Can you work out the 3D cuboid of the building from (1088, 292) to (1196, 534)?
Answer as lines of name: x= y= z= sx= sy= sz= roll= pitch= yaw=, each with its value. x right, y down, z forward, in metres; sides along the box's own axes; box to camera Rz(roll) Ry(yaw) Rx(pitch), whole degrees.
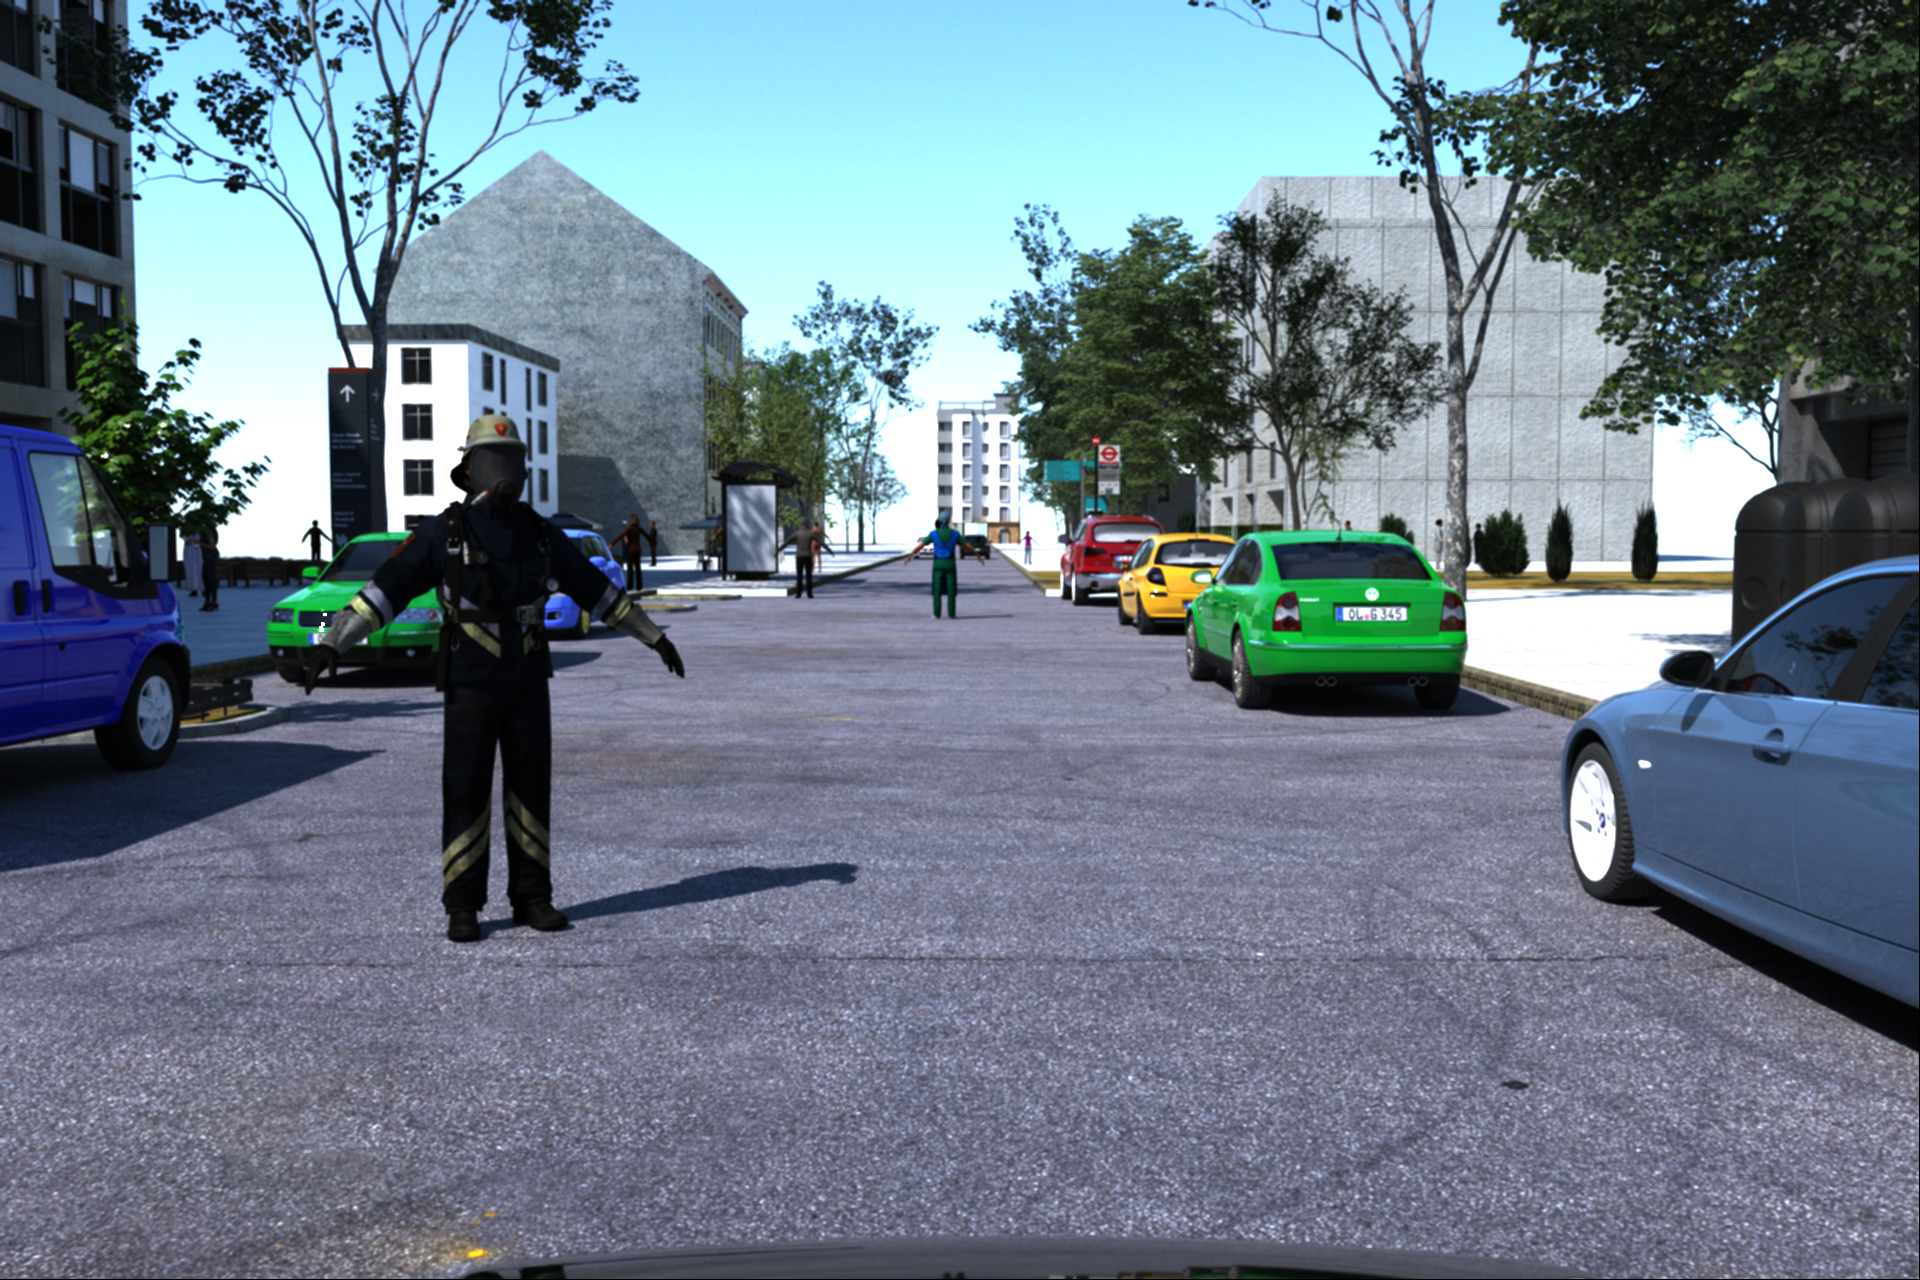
building: x=25.613 y=-19.486 z=162.569 sx=27.936 sy=21.610 sz=32.646 roll=0 pitch=4 yaw=1

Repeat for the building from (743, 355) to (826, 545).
building: x=-26.619 y=-23.294 z=211.781 sx=19.493 sy=23.208 sz=18.063 roll=0 pitch=4 yaw=1

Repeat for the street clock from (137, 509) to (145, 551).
street clock: x=-9.558 y=-0.958 z=20.241 sx=0.358 sy=2.002 sz=0.471 roll=0 pitch=4 yaw=0

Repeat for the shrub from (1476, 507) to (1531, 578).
shrub: x=15.977 y=-2.867 z=50.917 sx=1.661 sy=2.075 sz=1.752 roll=0 pitch=3 yaw=0

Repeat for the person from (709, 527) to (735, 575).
person: x=-7.323 y=-2.988 z=54.620 sx=1.354 sy=1.858 sz=0.705 roll=-2 pitch=4 yaw=-30

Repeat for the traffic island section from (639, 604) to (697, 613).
traffic island section: x=-5.984 y=-0.580 z=32.346 sx=1.991 sy=0.108 sz=1.994 roll=0 pitch=4 yaw=1

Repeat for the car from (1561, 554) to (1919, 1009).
car: x=3.349 y=0.410 z=5.302 sx=2.014 sy=1.417 sz=4.499 roll=0 pitch=4 yaw=0

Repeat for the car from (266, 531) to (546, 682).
car: x=-5.670 y=-0.573 z=18.164 sx=1.959 sy=1.807 sz=4.718 roll=0 pitch=4 yaw=1

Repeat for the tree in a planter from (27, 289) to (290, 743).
tree in a planter: x=-6.159 y=-0.951 z=12.770 sx=1.991 sy=3.239 sz=1.994 roll=0 pitch=4 yaw=1

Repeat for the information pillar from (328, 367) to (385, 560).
information pillar: x=-9.474 y=-2.316 z=27.238 sx=0.750 sy=3.857 sz=0.750 roll=0 pitch=4 yaw=1

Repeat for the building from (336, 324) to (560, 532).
building: x=-23.773 y=-8.642 z=83.439 sx=9.099 sy=9.664 sz=28.070 roll=0 pitch=4 yaw=1

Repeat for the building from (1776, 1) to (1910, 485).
building: x=25.965 y=-13.140 z=32.100 sx=12.078 sy=24.872 sz=19.932 roll=0 pitch=4 yaw=1

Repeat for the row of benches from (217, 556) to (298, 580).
row of benches: x=-20.474 y=-2.068 z=49.269 sx=4.104 sy=0.672 sz=1.422 roll=2 pitch=4 yaw=30

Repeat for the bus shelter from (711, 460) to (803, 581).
bus shelter: x=-5.781 y=-3.433 z=50.058 sx=2.014 sy=3.302 sz=5.546 roll=0 pitch=3 yaw=0

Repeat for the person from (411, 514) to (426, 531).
person: x=-15.236 y=-2.636 z=49.027 sx=1.347 sy=1.837 sz=0.705 roll=0 pitch=4 yaw=-2

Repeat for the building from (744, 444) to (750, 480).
building: x=-24.078 y=-13.619 z=164.820 sx=9.099 sy=9.664 sz=28.070 roll=0 pitch=3 yaw=0

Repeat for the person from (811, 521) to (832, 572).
person: x=-4.914 y=-3.187 z=58.909 sx=1.217 sy=1.733 sz=0.721 roll=-2 pitch=4 yaw=-23

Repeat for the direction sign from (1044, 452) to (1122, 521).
direction sign: x=3.979 y=-4.089 z=55.622 sx=2.525 sy=3.948 sz=1.411 roll=0 pitch=3 yaw=0

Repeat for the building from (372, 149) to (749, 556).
building: x=-23.959 y=-16.977 z=108.499 sx=19.493 sy=23.208 sz=18.063 roll=0 pitch=4 yaw=0

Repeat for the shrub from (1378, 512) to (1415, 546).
shrub: x=14.404 y=-3.266 z=57.826 sx=1.690 sy=2.028 sz=1.600 roll=0 pitch=3 yaw=0

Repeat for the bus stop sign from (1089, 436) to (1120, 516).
bus stop sign: x=3.942 y=-3.591 z=47.411 sx=0.855 sy=3.939 sz=0.416 roll=0 pitch=4 yaw=-1

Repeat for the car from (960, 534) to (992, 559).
car: x=0.856 y=-5.488 z=99.511 sx=2.009 sy=1.686 sz=4.222 roll=0 pitch=3 yaw=0

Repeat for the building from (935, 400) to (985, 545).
building: x=-3.006 y=-23.028 z=235.382 sx=11.380 sy=20.090 sz=16.016 roll=0 pitch=4 yaw=-2

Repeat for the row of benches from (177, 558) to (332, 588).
row of benches: x=-17.266 y=-1.676 z=42.867 sx=1.422 sy=0.672 sz=4.104 roll=3 pitch=4 yaw=37

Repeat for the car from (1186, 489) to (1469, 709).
car: x=3.146 y=-0.415 z=15.580 sx=1.959 sy=1.807 sz=4.718 roll=0 pitch=4 yaw=-1

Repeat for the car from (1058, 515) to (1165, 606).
car: x=3.243 y=-1.683 z=36.183 sx=2.281 sy=1.827 sz=5.304 roll=0 pitch=4 yaw=-1

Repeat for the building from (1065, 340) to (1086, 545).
building: x=25.926 y=-21.707 z=198.890 sx=27.936 sy=21.610 sz=32.646 roll=0 pitch=4 yaw=1

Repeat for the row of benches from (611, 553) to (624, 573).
row of benches: x=-12.860 y=-2.506 z=56.430 sx=4.104 sy=0.672 sz=1.422 roll=-2 pitch=4 yaw=-31

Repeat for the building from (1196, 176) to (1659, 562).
building: x=23.315 y=-13.933 z=94.258 sx=16.747 sy=18.905 sz=31.486 roll=0 pitch=4 yaw=0

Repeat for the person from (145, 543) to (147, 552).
person: x=-20.730 y=-2.329 z=44.213 sx=1.346 sy=1.812 sz=0.704 roll=1 pitch=4 yaw=21

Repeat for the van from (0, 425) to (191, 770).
van: x=-5.841 y=-0.271 z=8.809 sx=2.240 sy=2.365 sz=5.245 roll=0 pitch=4 yaw=1

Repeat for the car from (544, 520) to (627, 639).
car: x=-5.912 y=-0.926 z=24.724 sx=1.945 sy=1.707 sz=3.694 roll=0 pitch=4 yaw=1

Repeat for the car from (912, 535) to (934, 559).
car: x=-1.805 y=-5.538 z=102.910 sx=2.083 sy=1.381 sz=4.827 roll=0 pitch=4 yaw=1

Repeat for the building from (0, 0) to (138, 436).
building: x=-31.884 y=-13.823 z=29.202 sx=19.351 sy=26.588 sz=34.151 roll=0 pitch=4 yaw=1

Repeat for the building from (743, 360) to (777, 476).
building: x=-26.316 y=-20.367 z=189.414 sx=16.016 sy=20.090 sz=11.380 roll=0 pitch=4 yaw=0

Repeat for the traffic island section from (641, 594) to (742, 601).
traffic island section: x=-5.856 y=-0.933 z=38.125 sx=1.991 sy=0.108 sz=1.994 roll=0 pitch=3 yaw=0

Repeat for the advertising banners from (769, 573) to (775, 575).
advertising banners: x=-5.980 y=-3.609 z=55.195 sx=0.090 sy=3.025 sz=2.074 roll=0 pitch=4 yaw=2

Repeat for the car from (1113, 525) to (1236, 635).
car: x=3.366 y=-0.969 z=26.072 sx=2.015 sy=1.641 sz=3.980 roll=0 pitch=4 yaw=-1
